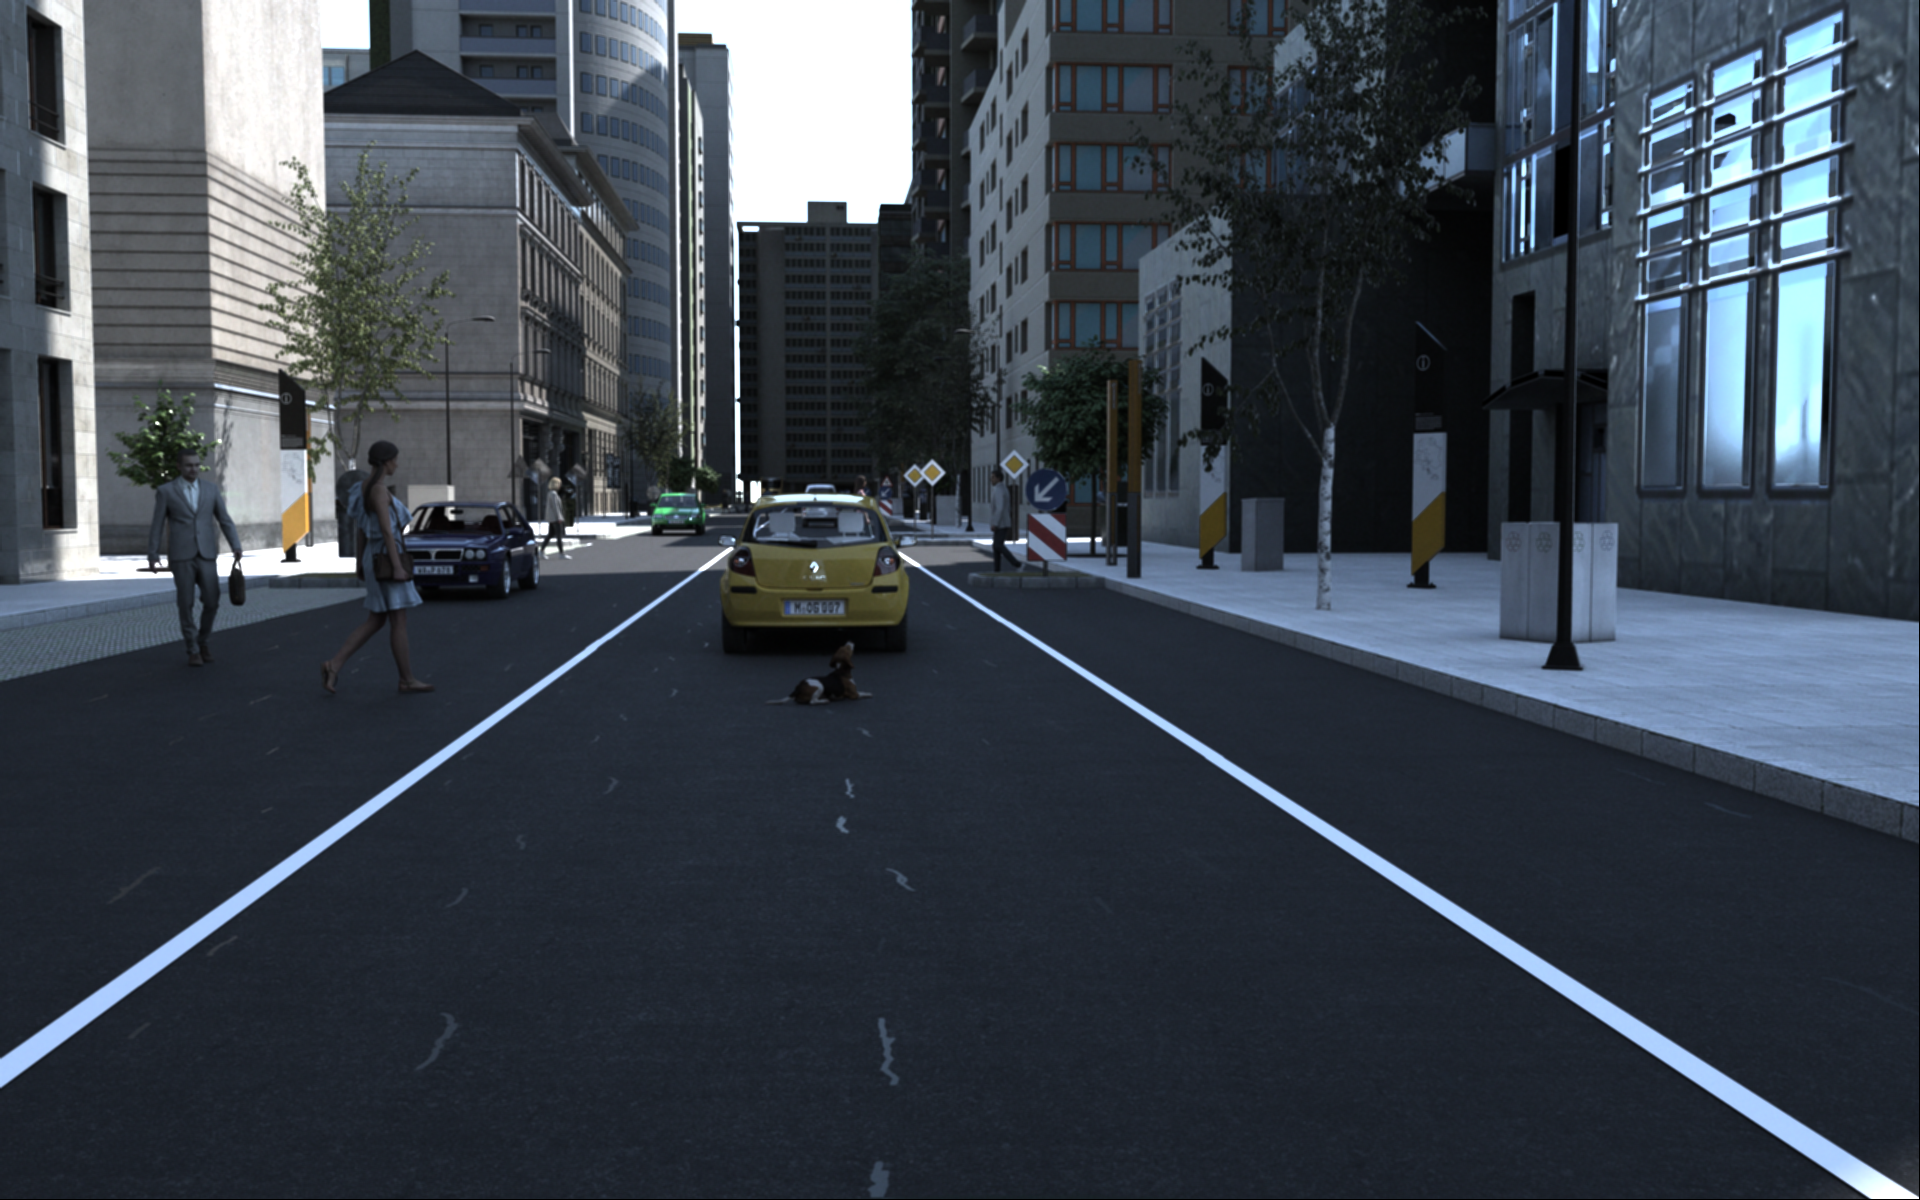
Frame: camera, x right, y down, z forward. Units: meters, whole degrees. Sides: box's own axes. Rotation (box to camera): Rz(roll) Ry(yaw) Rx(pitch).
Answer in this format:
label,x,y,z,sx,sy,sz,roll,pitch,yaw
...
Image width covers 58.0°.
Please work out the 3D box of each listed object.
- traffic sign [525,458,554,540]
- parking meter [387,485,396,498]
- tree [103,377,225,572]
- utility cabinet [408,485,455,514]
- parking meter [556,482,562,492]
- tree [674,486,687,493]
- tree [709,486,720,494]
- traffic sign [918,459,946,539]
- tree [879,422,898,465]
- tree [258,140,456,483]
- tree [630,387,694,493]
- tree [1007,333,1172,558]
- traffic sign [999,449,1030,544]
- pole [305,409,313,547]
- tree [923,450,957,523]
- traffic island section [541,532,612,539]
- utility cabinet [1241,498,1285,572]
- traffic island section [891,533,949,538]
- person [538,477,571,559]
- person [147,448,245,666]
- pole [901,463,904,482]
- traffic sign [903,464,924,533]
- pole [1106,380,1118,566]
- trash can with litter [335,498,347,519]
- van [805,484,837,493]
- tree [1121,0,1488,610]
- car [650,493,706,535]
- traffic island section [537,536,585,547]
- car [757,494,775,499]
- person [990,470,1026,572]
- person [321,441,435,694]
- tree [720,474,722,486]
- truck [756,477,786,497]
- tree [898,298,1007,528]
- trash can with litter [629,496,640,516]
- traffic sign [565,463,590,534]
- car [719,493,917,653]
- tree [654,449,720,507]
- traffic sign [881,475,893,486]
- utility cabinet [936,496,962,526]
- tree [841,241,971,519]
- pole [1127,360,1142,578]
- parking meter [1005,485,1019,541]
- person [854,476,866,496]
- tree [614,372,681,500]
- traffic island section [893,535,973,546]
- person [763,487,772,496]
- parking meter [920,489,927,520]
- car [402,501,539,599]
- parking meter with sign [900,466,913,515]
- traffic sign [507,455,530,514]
label,x,y,z,sx,sy,sz,roll,pitch,yaw
traffic sign,-11.688,-2.721,48.123,0.795,2.450,0.064,0,4,-5
parking meter,-15.212,-2.307,46.128,0.372,1.533,0.369,0,3,0
tree,-13.282,-2.099,28.916,1.663,3.219,1.824,0,3,0
utility cabinet,-13.196,-2.116,43.277,1.173,1.500,0.318,1,4,19
parking meter,-16.591,-4.017,71.393,0.255,1.863,0.399,1,4,21
tree,-22.356,-8.803,138.524,1.663,3.219,1.824,0,3,0
tree,-26.341,-11.666,185.344,1.663,3.219,1.824,0,3,0
traffic sign,-0.784,-2.778,49.062,0.795,2.450,0.064,0,4,-5
tree,-4.163,-10.755,126.214,4.360,8.622,3.978,0,3,0
tree,-12.936,-5.291,36.873,4.737,8.622,4.395,0,3,0
tree,-20.257,-10.249,117.939,4.737,8.622,4.395,0,3,0
tree,2.658,-3.169,35.533,4.285,4.588,4.351,0,3,0
traffic sign,1.391,-2.646,44.448,0.795,2.450,0.064,0,4,-1
pole,-15.684,-2.924,41.657,0.158,3.312,0.155,0,3,0
tree,-0.874,-4.988,76.150,1.663,3.219,1.824,0,3,0
traffic island section,-12.413,-2.071,56.137,2.009,0.180,2.903,0,4,-5
utility cabinet,5.076,-1.095,29.063,0.306,1.237,1.020,3,4,37
traffic island section,-1.464,-2.129,57.095,2.009,0.180,2.903,0,4,-5
person,-8.995,-1.813,38.323,0.728,1.800,0.709,-1,4,-17
person,-6.395,-0.360,14.503,0.709,1.813,0.853,-3,5,-41
pole,-3.759,-7.345,113.932,0.158,3.312,0.155,0,3,0
traffic sign,-1.487,-3.264,57.016,0.795,2.450,0.064,0,4,-5
pole,2.725,-2.275,31.042,0.158,3.312,0.155,0,3,0
trash can with litter,-20.050,-2.759,56.503,0.624,1.170,1.055,1,4,20
van,-6.108,-4.227,76.126,2.013,2.044,4.112,0,4,-4
tree,4.001,-4.211,19.216,4.360,8.622,3.978,0,3,0
car,-9.998,-3.227,61.564,1.959,1.807,4.718,0,4,-7
traffic island section,-11.711,-1.584,48.183,2.009,0.180,2.903,0,4,-5
car,-17.840,-9.316,161.359,2.155,1.783,4.494,0,4,-7
person,0.760,-1.279,29.265,0.795,1.843,0.661,1,4,15
person,-4.147,-0.230,12.354,0.778,1.811,0.616,-2,4,-29
tree,-26.373,-11.941,178.955,4.285,4.588,4.351,0,3,0
truck,-22.083,-12.669,203.070,3.469,3.379,9.791,0,4,-5
tree,-0.127,-7.048,65.602,4.360,8.622,3.978,0,3,0
trash can with litter,-18.659,-5.401,99.691,0.624,1.170,1.055,-2,4,-30
traffic sign,-12.390,-3.207,56.077,0.795,2.450,0.064,0,4,-5
car,-1.411,-0.422,17.120,2.015,1.641,3.980,0,4,-4
tree,-20.622,-8.678,125.596,4.285,4.588,4.351,0,3,0
traffic sign,-5.003,-7.250,118.536,0.884,2.594,0.081,0,4,-1
utility cabinet,-0.444,-3.585,69.770,1.020,1.237,0.306,2,4,26
tree,-1.153,-11.128,88.592,9.857,13.997,8.962,0,3,0
pole,2.664,-1.992,26.419,0.158,3.312,0.155,0,3,0
parking meter,1.419,-2.368,47.122,0.372,1.533,0.369,0,3,0
person,-2.079,-1.749,37.106,0.388,1.821,0.555,-2,4,-30
tree,-18.722,-9.419,104.357,4.360,8.622,3.978,0,3,0
traffic island section,-0.762,-1.643,49.141,2.009,0.180,2.903,0,4,-5
person,-10.219,-5.122,92.425,0.721,1.800,0.419,-1,4,-16
parking meter,-1.779,-4.634,84.185,0.372,1.533,0.369,0,3,0
car,-7.148,-0.749,24.828,1.945,1.354,3.894,0,4,-5
parking meter with sign,-3.382,-6.821,107.783,0.543,3.016,1.738,-2,4,-33
traffic sign,-14.495,-3.495,57.139,0.884,2.594,0.081,0,4,0
